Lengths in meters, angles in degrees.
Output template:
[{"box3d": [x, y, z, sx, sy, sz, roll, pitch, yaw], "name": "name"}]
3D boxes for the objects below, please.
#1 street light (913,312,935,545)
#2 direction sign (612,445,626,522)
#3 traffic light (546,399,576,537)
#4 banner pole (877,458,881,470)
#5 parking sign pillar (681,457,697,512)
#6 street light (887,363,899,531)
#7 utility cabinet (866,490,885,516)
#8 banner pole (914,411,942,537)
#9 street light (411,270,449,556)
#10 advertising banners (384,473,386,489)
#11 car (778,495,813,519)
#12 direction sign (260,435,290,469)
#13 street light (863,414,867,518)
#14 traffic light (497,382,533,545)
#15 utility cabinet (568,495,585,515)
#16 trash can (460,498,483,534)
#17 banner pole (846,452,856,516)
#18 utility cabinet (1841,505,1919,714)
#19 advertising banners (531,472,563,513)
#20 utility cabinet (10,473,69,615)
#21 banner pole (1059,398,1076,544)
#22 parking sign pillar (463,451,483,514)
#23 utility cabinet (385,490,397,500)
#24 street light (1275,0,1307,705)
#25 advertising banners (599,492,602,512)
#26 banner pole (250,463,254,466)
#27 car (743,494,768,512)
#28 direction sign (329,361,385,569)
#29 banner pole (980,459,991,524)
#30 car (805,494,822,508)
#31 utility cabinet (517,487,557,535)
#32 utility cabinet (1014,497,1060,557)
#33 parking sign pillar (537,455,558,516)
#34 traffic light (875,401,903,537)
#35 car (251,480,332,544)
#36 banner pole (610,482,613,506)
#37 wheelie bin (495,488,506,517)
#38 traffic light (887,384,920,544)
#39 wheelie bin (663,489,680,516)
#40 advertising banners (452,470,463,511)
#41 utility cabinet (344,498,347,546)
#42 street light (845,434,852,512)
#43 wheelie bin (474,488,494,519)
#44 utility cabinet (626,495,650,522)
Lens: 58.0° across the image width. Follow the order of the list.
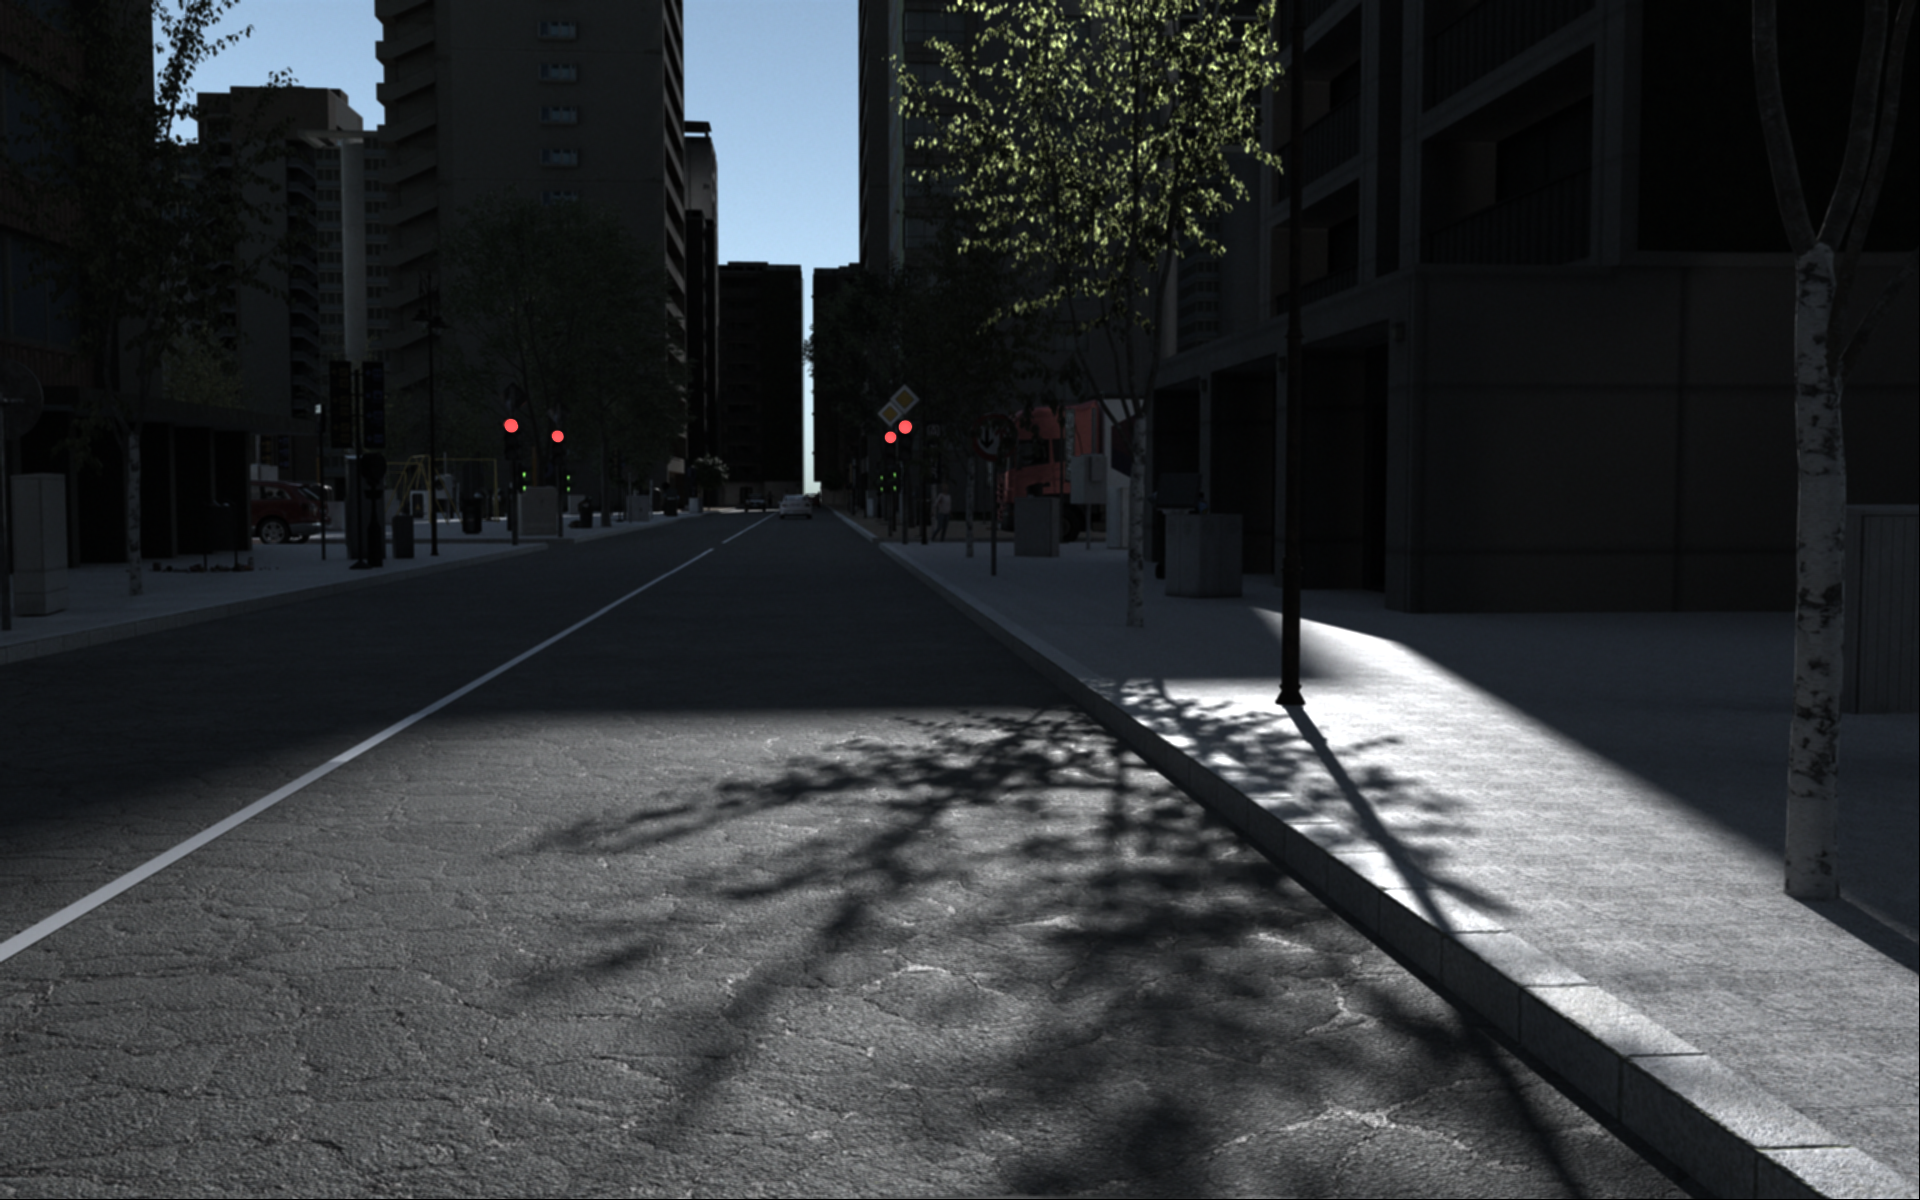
[{"box3d": [-0.908, -4.349, 43.900, 0.468, 5.910, 1.993, 0, 4, -5], "name": "street light"}, {"box3d": [-15.625, -5.348, 79.441, 0.876, 3.537, 0.379, 3, 4, 38], "name": "direction sign"}, {"box3d": [-11.845, -3.816, 51.316, 0.839, 4.253, 0.868, 0, 4, -5], "name": "traffic light"}, {"box3d": [-5.592, -7.945, 119.917, 0.401, 3.779, 0.863, 1, 4, 23], "name": "banner pole"}, {"box3d": [-19.571, -8.400, 125.814, 1.447, 3.967, 1.447, 1, 4, 14], "name": "parking sign pillar"}, {"box3d": [-2.260, -5.299, 59.424, 0.468, 5.910, 1.993, 0, 4, -5], "name": "street light"}, {"box3d": [-4.822, -5.577, 99.862, 1.173, 1.500, 0.318, -1, 4, -20], "name": "utility cabinet"}, {"box3d": [-0.946, -3.781, 51.833, 0.863, 3.779, 0.401, 0, 4, -6], "name": "banner pole"}, {"box3d": [-10.970, -3.865, 35.985, 0.468, 5.910, 1.993, 0, 4, -5], "name": "street light"}, {"box3d": [-33.349, -6.338, 99.821, 0.090, 3.025, 2.074, 0, 4, -1], "name": "advertising banners"}, {"box3d": [-9.593, -5.424, 101.039, 2.083, 1.381, 4.827, 0, 4, -6], "name": "car"}, {"box3d": [-21.607, -3.834, 54.685, 0.876, 3.537, 0.379, 0, 4, -6], "name": "direction sign"}, {"box3d": [-5.085, -7.344, 92.856, 0.468, 5.910, 1.993, 0, 4, -5], "name": "street light"}, {"box3d": [-11.152, -3.330, 43.361, 0.839, 4.253, 0.868, 0, 4, -5], "name": "traffic light"}, {"box3d": [-23.451, -5.798, 105.952, 1.020, 1.237, 0.306, -3, 5, -42], "name": "utility cabinet"}, {"box3d": [-15.698, -2.694, 55.694, 0.748, 1.137, 0.748, 0, 3, 0], "name": "trash can"}, {"box3d": [-6.347, -6.929, 103.298, 0.401, 3.779, 0.863, -1, 4, -20], "name": "banner pole"}, {"box3d": [5.691, 0.054, 10.276, 1.020, 1.237, 0.306, -1, 4, -12], "name": "utility cabinet"}, {"box3d": [-24.702, -6.557, 103.394, 2.074, 3.025, 0.090, 1, 4, 13], "name": "advertising banners"}, {"box3d": [-9.893, -0.607, 18.610, 0.318, 1.500, 1.173, -1, 4, -17], "name": "utility cabinet"}, {"box3d": [2.752, -3.351, 44.810, 0.401, 3.779, 0.863, -2, 4, -29], "name": "banner pole"}, {"box3d": [-30.915, -7.431, 109.972, 1.447, 3.967, 1.447, 2, 4, 24], "name": "parking sign pillar"}, {"box3d": [-29.529, -4.946, 89.544, 0.318, 1.500, 1.173, 0, 4, 6], "name": "utility cabinet"}, {"box3d": [2.023, -2.302, 10.433, 0.468, 5.910, 1.993, 0, 4, -5], "name": "street light"}, {"box3d": [-24.939, -7.672, 121.619, 0.090, 3.025, 2.074, 1, 4, 9], "name": "advertising banners"}, {"box3d": [-50.631, -8.158, 123.403, 0.863, 3.779, 0.401, 0, 4, 3], "name": "banner pole"}, {"box3d": [-16.732, -8.056, 141.500, 2.009, 1.686, 4.222, 0, 4, -6], "name": "car"}, {"box3d": [-10.283, -2.301, 29.615, 0.876, 3.537, 0.379, -1, 4, -19], "name": "direction sign"}, {"box3d": [1.202, -5.139, 74.037, 0.401, 3.779, 0.863, -3, 5, -44], "name": "banner pole"}, {"box3d": [-15.562, -10.563, 181.750, 2.155, 1.783, 4.494, 0, 4, -3], "name": "car"}, {"box3d": [-13.036, -2.739, 53.461, 1.173, 1.500, 0.318, -3, 4, -39], "name": "utility cabinet"}, {"box3d": [1.585, -1.498, 35.661, 1.020, 1.237, 0.306, 3, 5, 44], "name": "utility cabinet"}, {"box3d": [-24.285, -6.894, 101.192, 1.447, 3.967, 1.447, -2, 4, -24], "name": "parking sign pillar"}, {"box3d": [-2.122, -3.869, 52.176, 0.839, 4.253, 0.868, 0, 4, -5], "name": "traffic light"}, {"box3d": [-20.076, -2.379, 47.568, 5.304, 1.827, 2.281, 0, 4, -3], "name": "car"}, {"box3d": [-24.920, -8.183, 123.802, 0.401, 3.779, 0.863, 1, 4, 11], "name": "banner pole"}, {"box3d": [-25.552, -5.390, 96.039, 0.693, 1.594, 0.980, -2, 4, -35], "name": "wheelie bin"}, {"box3d": [-1.428, -3.382, 44.220, 0.839, 4.253, 0.868, 0, 4, -5], "name": "traffic light"}, {"box3d": [-16.573, -5.599, 99.452, 0.980, 1.594, 0.693, 0, 4, -5], "name": "wheelie bin"}, {"box3d": [-35.717, -7.778, 123.364, 0.090, 3.025, 2.074, 1, 4, 9], "name": "advertising banners"}, {"box3d": [-15.035, -1.970, 43.364, 0.306, 1.237, 1.020, 0, 4, 8], "name": "utility cabinet"}, {"box3d": [-8.155, -9.415, 126.730, 0.468, 5.910, 1.993, 0, 4, -5], "name": "street light"}, {"box3d": [-24.278, -4.903, 88.071, 0.693, 1.594, 0.980, 0, 4, 5], "name": "wheelie bin"}, {"box3d": [-15.074, -4.276, 81.072, 1.020, 1.237, 0.306, 0, 4, 8], "name": "utility cabinet"}]
